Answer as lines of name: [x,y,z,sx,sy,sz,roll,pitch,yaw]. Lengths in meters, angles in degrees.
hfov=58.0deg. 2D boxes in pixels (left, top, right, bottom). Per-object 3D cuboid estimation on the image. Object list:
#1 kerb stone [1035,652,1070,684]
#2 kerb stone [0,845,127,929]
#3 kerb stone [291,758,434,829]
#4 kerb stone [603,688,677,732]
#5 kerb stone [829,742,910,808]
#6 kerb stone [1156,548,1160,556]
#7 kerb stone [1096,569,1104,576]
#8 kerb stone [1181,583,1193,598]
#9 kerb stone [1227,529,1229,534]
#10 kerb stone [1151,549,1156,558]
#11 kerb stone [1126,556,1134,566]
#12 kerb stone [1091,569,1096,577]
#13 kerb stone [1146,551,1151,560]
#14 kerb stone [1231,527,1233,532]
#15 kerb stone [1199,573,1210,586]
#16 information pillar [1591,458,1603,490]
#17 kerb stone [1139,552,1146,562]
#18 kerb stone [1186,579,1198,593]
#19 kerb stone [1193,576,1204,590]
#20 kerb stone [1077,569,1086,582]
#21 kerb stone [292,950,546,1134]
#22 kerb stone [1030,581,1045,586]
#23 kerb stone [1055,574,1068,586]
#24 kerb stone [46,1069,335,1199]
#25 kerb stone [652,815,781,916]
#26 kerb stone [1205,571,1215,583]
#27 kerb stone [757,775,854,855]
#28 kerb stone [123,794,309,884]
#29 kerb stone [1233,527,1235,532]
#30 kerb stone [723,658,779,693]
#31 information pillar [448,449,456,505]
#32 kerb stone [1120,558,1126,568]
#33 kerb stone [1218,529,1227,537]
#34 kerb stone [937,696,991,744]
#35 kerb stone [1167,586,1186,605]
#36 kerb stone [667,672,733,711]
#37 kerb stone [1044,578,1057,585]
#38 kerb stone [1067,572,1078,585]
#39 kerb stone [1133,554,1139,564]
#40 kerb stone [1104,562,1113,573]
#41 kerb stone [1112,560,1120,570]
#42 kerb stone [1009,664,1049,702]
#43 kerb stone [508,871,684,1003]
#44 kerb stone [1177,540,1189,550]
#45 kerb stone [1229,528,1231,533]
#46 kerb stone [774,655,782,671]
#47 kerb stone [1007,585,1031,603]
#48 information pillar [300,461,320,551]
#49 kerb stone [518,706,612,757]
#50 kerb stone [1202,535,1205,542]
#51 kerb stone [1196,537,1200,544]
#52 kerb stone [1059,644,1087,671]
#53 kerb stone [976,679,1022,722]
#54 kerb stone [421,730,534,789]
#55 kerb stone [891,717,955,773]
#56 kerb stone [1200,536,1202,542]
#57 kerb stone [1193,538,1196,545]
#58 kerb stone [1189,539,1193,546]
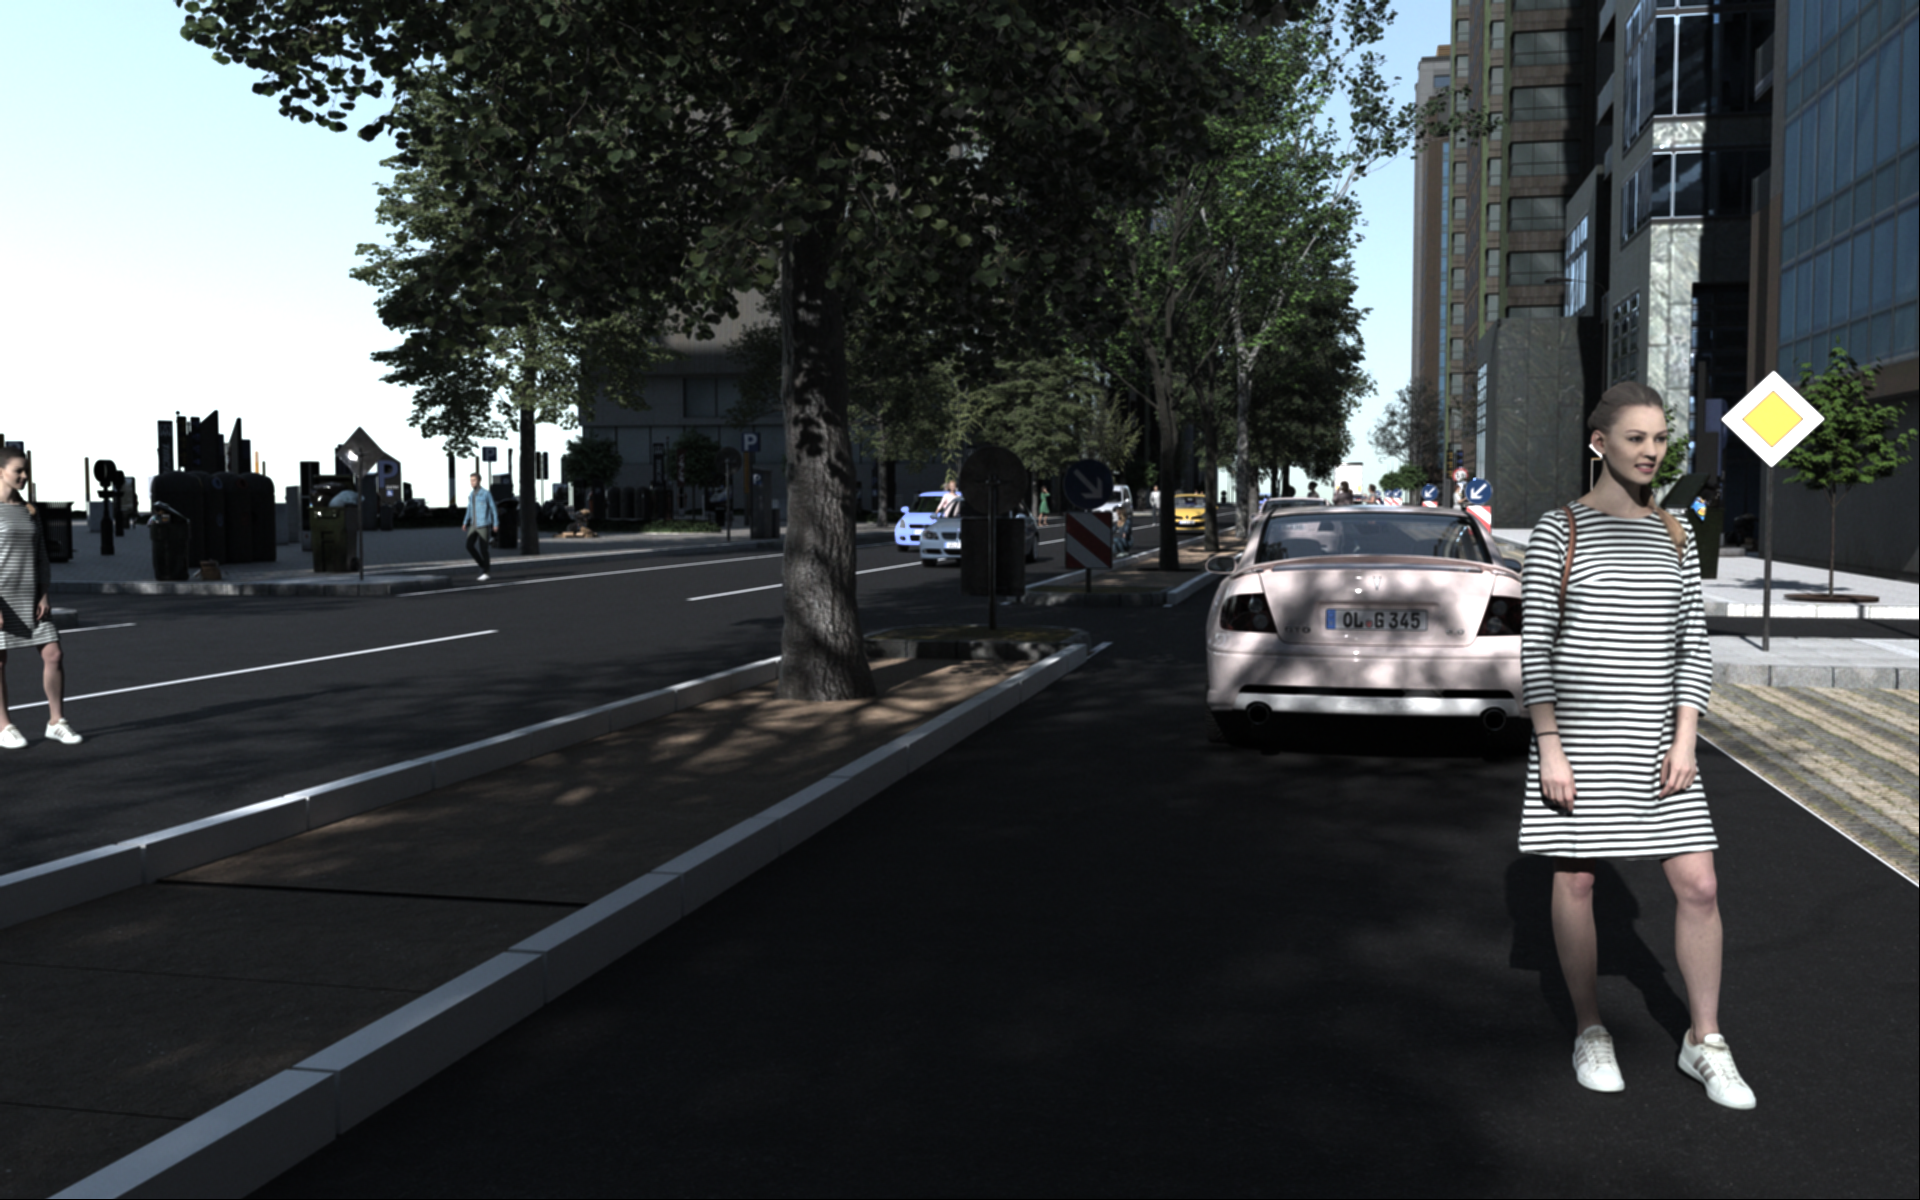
kerb stone: [0.689,0.540,13.371,0.120,0.150,1.000,1,4,13]
kerb stone: [-3.156,1.000,5.842,0.120,0.150,1.000,1,4,13]
kerb stone: [-2.707,0.878,7.843,0.120,0.150,1.000,1,4,13]
kerb stone: [-2.031,0.695,10.838,0.120,0.150,1.000,1,4,13]
kerb stone: [-0.438,0.846,8.363,0.120,0.150,1.000,1,4,13]
kerb stone: [4.394,-1.050,39.375,0.120,0.150,1.000,1,4,13]
kerb stone: [2.358,-0.500,30.364,0.120,0.150,1.000,1,4,13]
kerb stone: [3.076,-0.103,23.930,0.120,0.150,1.000,1,4,13]
kerb stone: [9.350,-2.396,61.378,0.120,0.150,1.000,1,4,13]
kerb stone: [4.166,-0.987,38.379,0.120,0.150,1.000,1,4,13]
kerb stone: [3.275,-0.741,34.384,0.120,0.150,1.000,1,4,13]
kerb stone: [2.138,-0.439,29.366,0.120,0.150,1.000,1,4,13]
kerb stone: [3.950,-0.928,37.375,0.120,0.150,1.000,1,4,13]
kerb stone: [9.803,-2.520,63.391,0.120,0.150,1.000,1,4,13]
kerb stone: [3.743,-0.290,26.937,0.120,0.150,1.000,1,4,13]
information pillar: [13.129,-1.896,35.485,0.304,2.012,0.304,-3,4,-39]
kerb stone: [3.727,-0.867,36.377,0.120,0.150,1.000,1,4,13]
kerb stone: [3.289,-0.167,24.930,0.120,0.150,1.000,1,4,13]
kerb stone: [3.516,-0.229,25.932,0.120,0.150,1.000,1,4,13]
kerb stone: [1.923,-0.377,28.367,0.120,0.150,1.000,1,4,13]
kerb stone: [-1.334,1.095,4.371,0.120,0.150,1.000,1,4,13]
kerb stone: [1.015,-0.133,24.366,0.120,0.150,1.000,1,4,13]
kerb stone: [1.468,-0.255,26.370,0.120,0.150,1.000,1,4,13]
kerb stone: [-1.555,1.153,3.369,0.120,0.150,1.000,1,4,13]
kerb stone: [-0.884,0.968,6.366,0.120,0.150,1.000,1,4,13]
kerb stone: [3.975,-0.347,27.937,0.120,0.150,1.000,1,4,13]
kerb stone: [-0.659,0.909,7.363,0.120,0.150,1.000,1,4,13]
kerb stone: [-2.928,0.939,6.841,0.120,0.150,1.000,1,4,13]
kerb stone: [10.026,-2.576,64.388,0.120,0.150,1.000,1,4,13]
kerb stone: [-1.581,0.572,12.838,0.120,0.150,1.000,1,4,13]
information pillar: [-26.435,-6.040,90.115,0.183,3.616,0.504,1,4,17]
kerb stone: [3.036,-0.682,33.376,0.120,0.150,1.000,1,4,13]
kerb stone: [9.124,-2.335,60.375,0.120,0.150,1.000,1,4,13]
kerb stone: [0.013,0.724,10.362,0.120,0.150,1.000,1,4,13]
kerb stone: [2.847,-0.045,22.926,0.120,0.150,1.000,1,4,13]
kerb stone: [-1.801,0.633,11.839,0.120,0.150,1.000,1,4,13]
kerb stone: [1.240,-0.192,25.366,0.120,0.150,1.000,1,4,13]
kerb stone: [1.687,-0.316,27.369,0.120,0.150,1.000,1,4,13]
kerb stone: [3.495,-0.801,35.382,0.120,0.150,1.000,1,4,13]
kerb stone: [2.595,-0.555,31.371,0.120,0.150,1.000,1,4,13]
kerb stone: [2.815,-0.623,32.375,0.120,0.150,1.000,1,4,13]
kerb stone: [0.472,0.601,12.365,0.120,0.150,1.000,1,4,13]
kerb stone: [-1.109,1.031,5.369,0.120,0.150,1.000,1,4,13]
kerb stone: [5.970,-1.479,46.376,0.120,0.150,1.000,1,4,13]
kerb stone: [9.578,-2.458,62.378,0.120,0.150,1.000,1,4,13]
kerb stone: [-1.352,0.514,13.834,0.120,0.150,1.000,1,4,13]
kerb stone: [0.788,-0.066,23.358,0.120,0.150,1.000,1,4,13]
information pillar: [-14.592,-2.106,38.922,0.304,2.012,0.304,2,4,23]
kerb stone: [-2.258,0.756,9.841,0.120,0.150,1.000,1,4,13]
kerb stone: [7.097,-1.780,51.374,0.120,0.150,1.000,1,4,13]
kerb stone: [6.655,-1.659,49.373,0.120,0.150,1.000,1,4,13]
kerb stone: [0.918,0.482,14.371,0.120,0.150,1.000,1,4,13]
kerb stone: [0.239,0.663,11.360,0.120,0.150,1.000,1,4,13]
kerb stone: [-2.476,0.819,8.842,0.120,0.150,1.000,1,4,13]
kerb stone: [-0.209,0.785,9.364,0.120,0.150,1.000,1,4,13]
kerb stone: [6.874,-1.724,50.376,0.120,0.150,1.000,1,4,13]
kerb stone: [6.424,-1.596,48.372,0.120,0.150,1.000,1,4,13]
kerb stone: [6.199,-1.535,47.374,0.120,0.150,1.000,1,4,13]
